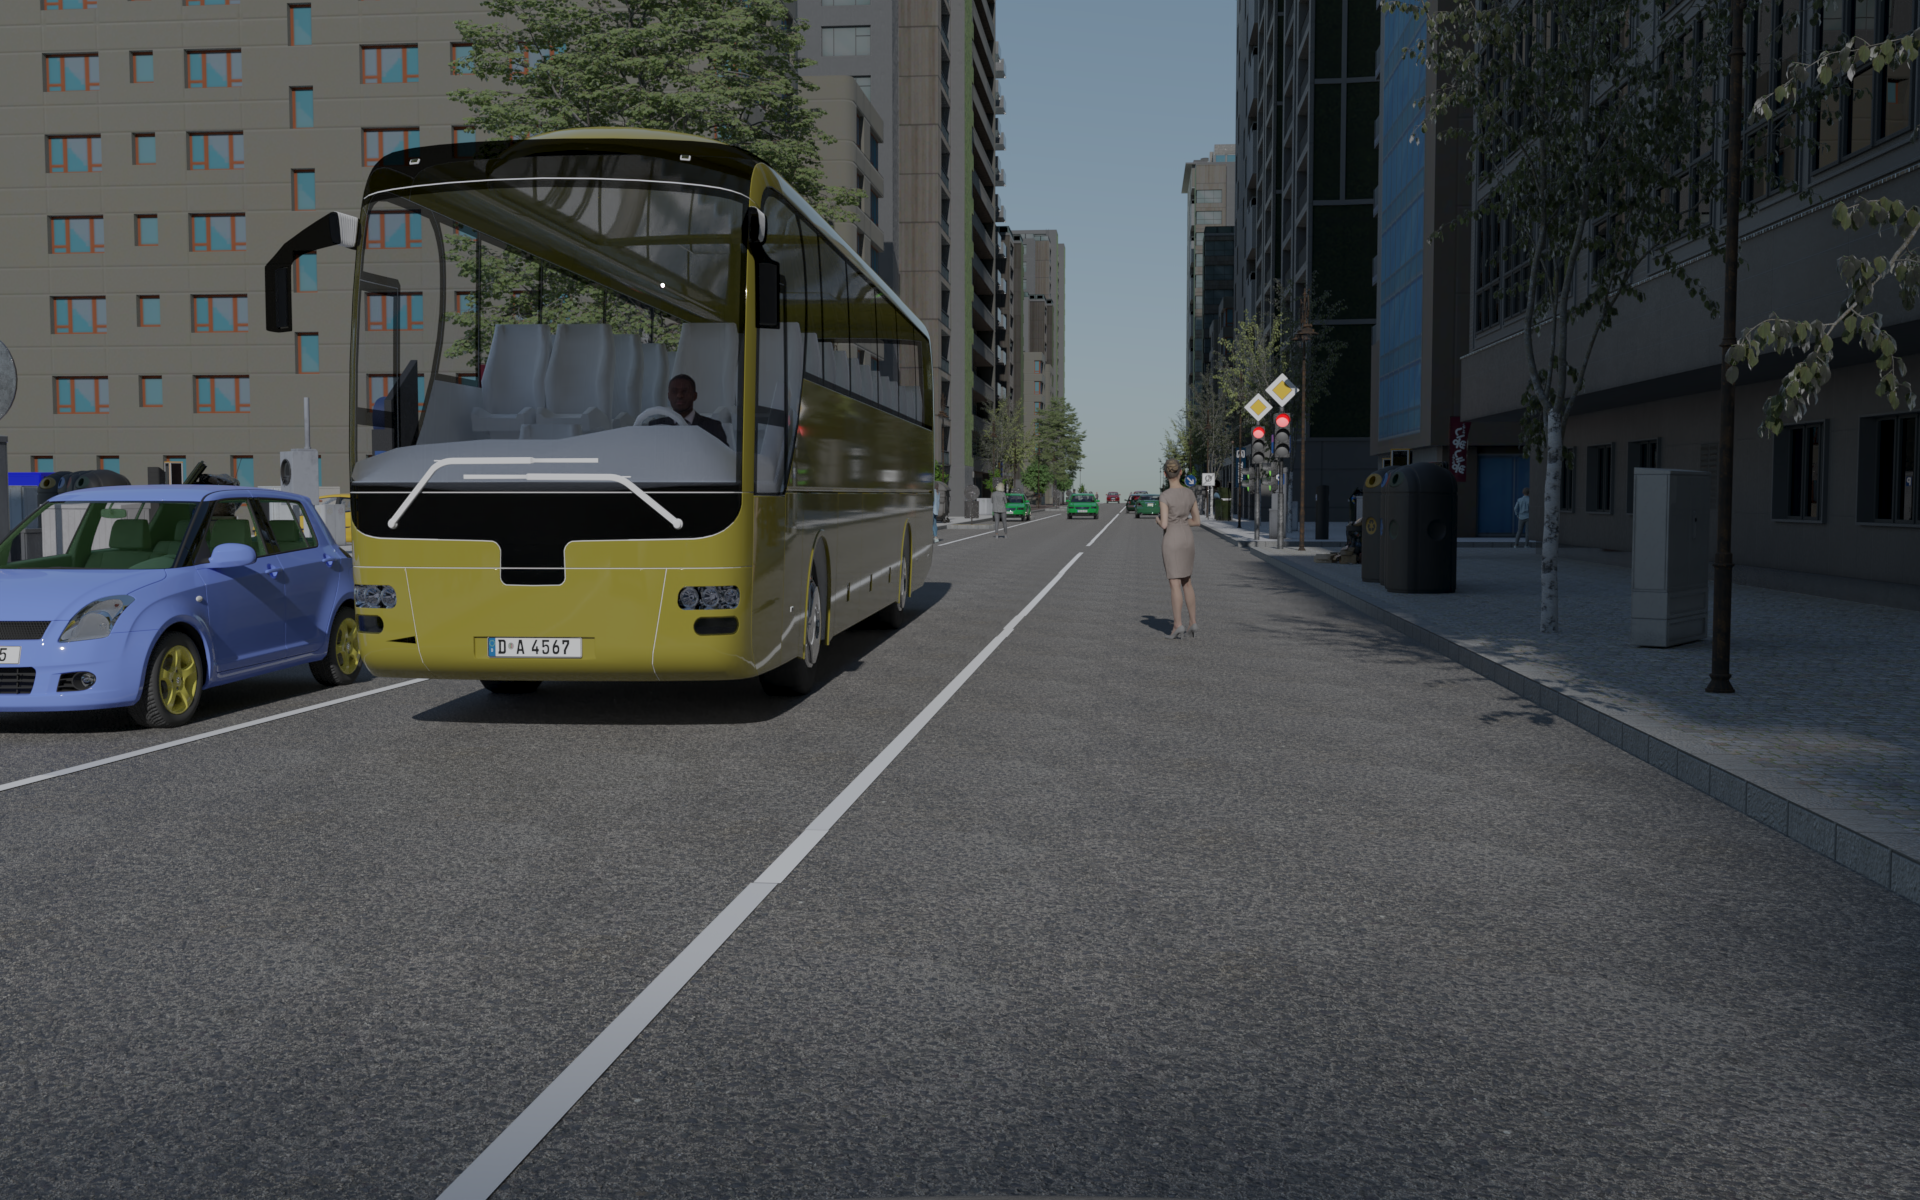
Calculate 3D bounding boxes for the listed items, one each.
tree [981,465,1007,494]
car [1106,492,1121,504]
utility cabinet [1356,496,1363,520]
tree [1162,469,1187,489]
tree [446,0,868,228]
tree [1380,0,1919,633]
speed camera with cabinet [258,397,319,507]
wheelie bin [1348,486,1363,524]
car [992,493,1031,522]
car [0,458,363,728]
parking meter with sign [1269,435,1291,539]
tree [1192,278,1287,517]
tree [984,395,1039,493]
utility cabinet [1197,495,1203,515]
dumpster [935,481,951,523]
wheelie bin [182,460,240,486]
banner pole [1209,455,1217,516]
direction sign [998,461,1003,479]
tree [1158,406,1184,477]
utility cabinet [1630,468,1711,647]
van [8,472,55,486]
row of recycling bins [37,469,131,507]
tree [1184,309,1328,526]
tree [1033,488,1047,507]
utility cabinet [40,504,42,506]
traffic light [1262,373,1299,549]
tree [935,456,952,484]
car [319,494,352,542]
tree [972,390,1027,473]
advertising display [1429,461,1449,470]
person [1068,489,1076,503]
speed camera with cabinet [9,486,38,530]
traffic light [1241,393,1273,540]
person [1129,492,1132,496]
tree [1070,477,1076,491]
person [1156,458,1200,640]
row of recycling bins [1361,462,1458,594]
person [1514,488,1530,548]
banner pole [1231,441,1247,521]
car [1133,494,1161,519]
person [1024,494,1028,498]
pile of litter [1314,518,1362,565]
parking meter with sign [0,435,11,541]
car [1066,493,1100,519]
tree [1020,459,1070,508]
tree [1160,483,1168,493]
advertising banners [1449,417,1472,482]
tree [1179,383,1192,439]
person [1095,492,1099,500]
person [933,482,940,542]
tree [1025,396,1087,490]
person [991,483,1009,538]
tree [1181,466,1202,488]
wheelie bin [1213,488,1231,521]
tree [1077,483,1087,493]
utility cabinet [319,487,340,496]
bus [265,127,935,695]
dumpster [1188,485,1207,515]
[{"bbox_3d":[2.480,-7.389,115.416,1.663,3.219,1.824,0,3,0],"label":"tree"},{"bbox_3d":[23.385,-15.649,264.528,2.281,1.827,5.304,0,4,5],"label":"car"},{"bbox_3d":[12.337,-2.502,52.076,0.306,1.237,1.020,-1,4,-22],"label":"utility cabinet"},{"bbox_3d":[23.679,-12.591,189.581,4.285,4.588,4.351,0,3,0],"label":"tree"},{"bbox_3d":[-5.396,-6.916,31.198,7.486,12.596,7.792,0,3,0],"label":"tree"},{"bbox_3d":[5.712,-4.007,15.869,4.360,8.622,3.978,0,3,0],"label":"tree"},{"bbox_3d":[-13.975,-2.545,35.939,0.660,3.252,2.038,-3,5,-42],"label":"speed camera with cabinet"},{"bbox_3d":[15.807,-3.737,69.007,0.693,1.594,0.980,1,4,9],"label":"wheelie bin"},{"bbox_3d":[2.734,-5.054,91.430,1.959,1.807,4.718,0,4,7],"label":"car"},{"bbox_3d":[-5.518,-0.134,11.775,1.945,1.707,3.694,0,4,5],"label":"car"},{"bbox_3d":[9.200,-3.287,49.997,0.543,3.016,1.738,1,4,14],"label":"parking meter with sign"},{"bbox_3d":[10.715,-6.526,57.058,4.360,8.622,3.978,0,3,0],"label":"tree"},{"bbox_3d":[3.785,-10.952,129.432,4.737,8.622,4.395,0,3,0],"label":"tree"},{"bbox_3d":[14.780,-5.840,106.651,0.306,1.237,1.020,1,4,14],"label":"utility cabinet"},{"bbox_3d":[-1.110,-4.318,76.360,1.264,1.857,1.865,0,4,6],"label":"dumpster"},{"bbox_3d":[-7.218,-0.528,16.540,0.693,1.594,0.980,-1,4,-21],"label":"wheelie bin"},{"bbox_3d":[14.866,-6.824,101.590,0.401,3.779,0.863,2,4,34],"label":"banner pole"},{"bbox_3d":[2.749,-7.728,118.343,0.379,3.537,0.876,1,4,22],"label":"direction sign"},{"bbox_3d":[17.783,-10.976,129.828,4.737,8.622,4.395,0,3,0],"label":"tree"},{"bbox_3d":[6.090,-0.374,14.791,0.318,1.500,1.173,3,4,39],"label":"utility cabinet"},{"bbox_3d":[-27.549,-2.705,48.605,5.245,2.365,2.240,0,4,7],"label":"van"},{"bbox_3d":[-15.199,-1.409,30.152,1.069,1.692,3.534,-3,5,-39],"label":"row of recycling bins"},{"bbox_3d":[12.279,-7.287,69.504,4.737,8.622,4.395,0,3,0],"label":"tree"},{"bbox_3d":[8.439,-11.269,178.850,1.663,3.219,1.824,0,3,0],"label":"tree"},{"bbox_3d":[-7.301,-0.213,14.640,1.020,1.237,0.306,2,4,27],"label":"utility cabinet"},{"bbox_3d":[7.465,-3.145,40.347,0.839,4.253,0.868,0,4,6],"label":"traffic light"},{"bbox_3d":[-1.374,-5.653,87.023,1.663,3.219,1.824,0,3,0],"label":"tree"},{"bbox_3d":[-16.782,-2.199,46.184,3.980,1.641,2.015,0,4,4],"label":"car"},{"bbox_3d":[2.585,-10.468,121.514,4.360,8.622,3.978,0,3,0],"label":"tree"},{"bbox_3d":[9.547,-1.804,34.710,0.123,1.923,0.974,0,4,-4],"label":"advertising display"},{"bbox_3d":[7.436,-6.387,113.276,0.623,1.781,0.721,-1,4,-23],"label":"person"},{"bbox_3d":[-18.976,-2.402,33.601,2.038,3.252,0.660,0,4,5],"label":"speed camera with cabinet"},{"bbox_3d":[8.279,-3.631,48.291,0.839,4.253,0.868,0,4,6],"label":"traffic light"},{"bbox_3d":[24.838,-14.818,251.438,0.551,1.740,0.621,-1,4,-22],"label":"person"},{"bbox_3d":[13.162,-14.526,221.214,4.285,4.588,4.351,0,3,0],"label":"tree"},{"bbox_3d":[2.136,-0.505,17.090,0.599,1.781,0.374,-2,4,-35],"label":"person"},{"bbox_3d":[6.219,-1.029,23.932,1.069,1.692,3.534,0,4,7],"label":"row of recycling bins"},{"bbox_3d":[14.722,-2.127,45.084,0.589,1.601,0.330,3,4,38],"label":"person"},{"bbox_3d":[13.082,-5.610,81.735,0.863,3.779,0.401,0,4,2],"label":"banner pole"},{"bbox_3d":[11.323,-5.567,102.810,2.131,1.459,4.920,0,4,7],"label":"car"},{"bbox_3d":[7.399,-11.991,204.186,1.348,1.869,0.705,-1,4,-19],"label":"person"},{"bbox_3d":[7.182,-1.117,32.233,1.176,0.858,1.719,0,4,4],"label":"pile of litter"},{"bbox_3d":[-11.637,-1.481,20.481,0.543,3.016,1.738,1,4,13],"label":"parking meter with sign"},{"bbox_3d":[7.052,-5.534,99.275,1.959,1.807,4.718,0,4,5],"label":"car"},{"bbox_3d":[7.228,-10.887,161.709,4.285,4.588,4.351,0,3,0],"label":"tree"},{"bbox_3d":[25.519,-13.145,209.516,1.663,3.219,1.824,0,3,0],"label":"tree"},{"bbox_3d":[10.448,-2.610,38.861,2.074,3.025,0.090,0,4,0],"label":"advertising banners"},{"bbox_3d":[14.633,-9.082,98.845,4.360,8.622,3.978,0,3,0],"label":"tree"},{"bbox_3d":[21.289,-15.888,268.794,0.617,1.759,0.750,-1,4,-12],"label":"person"},{"bbox_3d":[-0.775,-2.606,51.369,0.793,1.790,0.793,-1,4,-12],"label":"person"},{"bbox_3d":[11.411,-17.269,200.477,7.486,12.596,7.792,0,3,0],"label":"tree"},{"bbox_3d":[1.283,-2.904,56.162,0.537,1.800,0.526,2,4,26],"label":"person"},{"bbox_3d":[16.093,-7.680,120.168,1.663,3.219,1.824,0,3,0],"label":"tree"},{"bbox_3d":[12.615,-4.607,83.230,0.980,1.594,0.693,-1,4,-23],"label":"wheelie bin"},{"bbox_3d":[19.891,-17.500,280.730,1.663,3.219,1.824,0,3,0],"label":"tree"},{"bbox_3d":[-18.871,-2.586,50.967,1.173,1.500,0.318,-3,5,-41],"label":"utility cabinet"},{"bbox_3d":[-2.005,-1.473,15.627,2.896,3.916,12.252,0,4,4],"label":"bus"},{"bbox_3d":[14.834,-6.292,108.627,1.264,1.857,1.865,0,4,6],"label":"dumpster"}]
